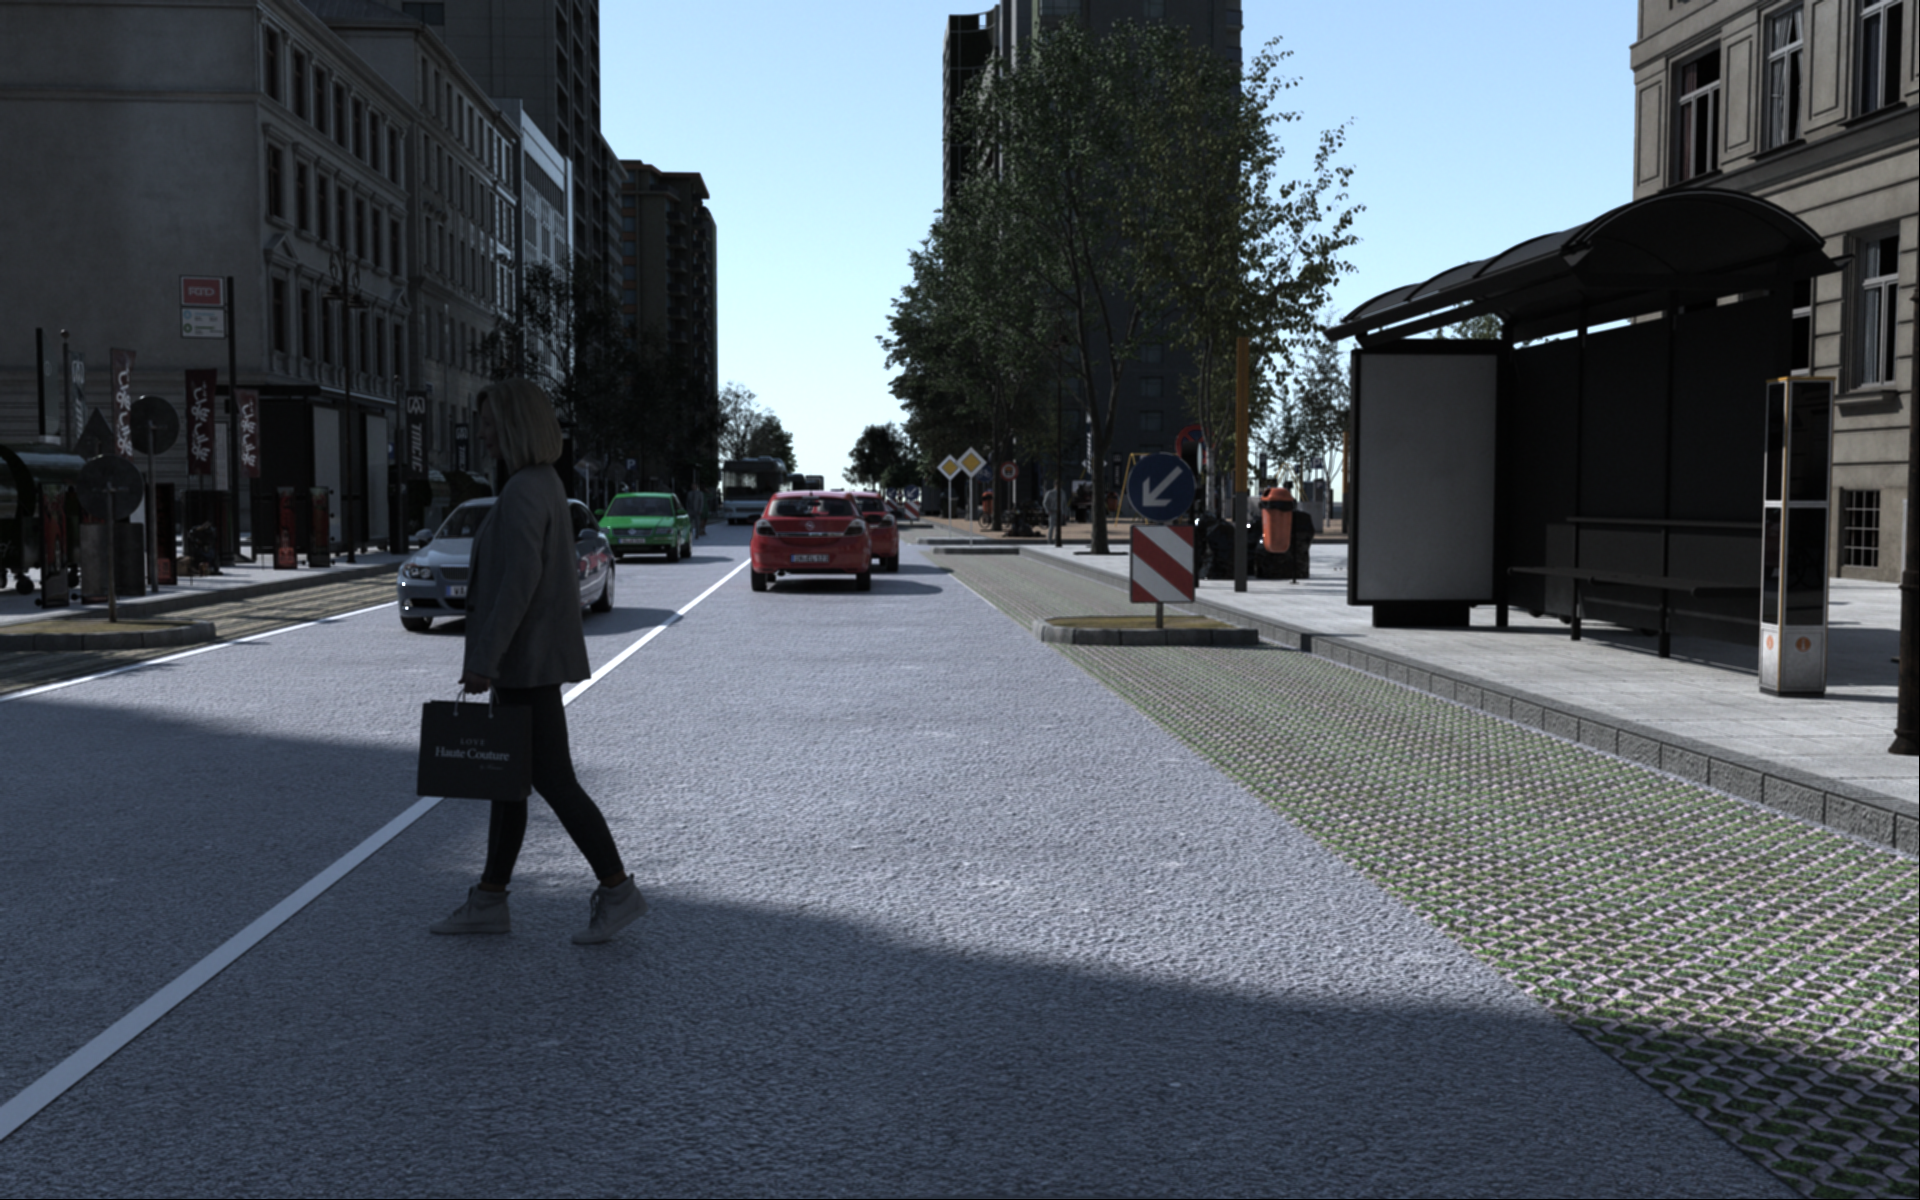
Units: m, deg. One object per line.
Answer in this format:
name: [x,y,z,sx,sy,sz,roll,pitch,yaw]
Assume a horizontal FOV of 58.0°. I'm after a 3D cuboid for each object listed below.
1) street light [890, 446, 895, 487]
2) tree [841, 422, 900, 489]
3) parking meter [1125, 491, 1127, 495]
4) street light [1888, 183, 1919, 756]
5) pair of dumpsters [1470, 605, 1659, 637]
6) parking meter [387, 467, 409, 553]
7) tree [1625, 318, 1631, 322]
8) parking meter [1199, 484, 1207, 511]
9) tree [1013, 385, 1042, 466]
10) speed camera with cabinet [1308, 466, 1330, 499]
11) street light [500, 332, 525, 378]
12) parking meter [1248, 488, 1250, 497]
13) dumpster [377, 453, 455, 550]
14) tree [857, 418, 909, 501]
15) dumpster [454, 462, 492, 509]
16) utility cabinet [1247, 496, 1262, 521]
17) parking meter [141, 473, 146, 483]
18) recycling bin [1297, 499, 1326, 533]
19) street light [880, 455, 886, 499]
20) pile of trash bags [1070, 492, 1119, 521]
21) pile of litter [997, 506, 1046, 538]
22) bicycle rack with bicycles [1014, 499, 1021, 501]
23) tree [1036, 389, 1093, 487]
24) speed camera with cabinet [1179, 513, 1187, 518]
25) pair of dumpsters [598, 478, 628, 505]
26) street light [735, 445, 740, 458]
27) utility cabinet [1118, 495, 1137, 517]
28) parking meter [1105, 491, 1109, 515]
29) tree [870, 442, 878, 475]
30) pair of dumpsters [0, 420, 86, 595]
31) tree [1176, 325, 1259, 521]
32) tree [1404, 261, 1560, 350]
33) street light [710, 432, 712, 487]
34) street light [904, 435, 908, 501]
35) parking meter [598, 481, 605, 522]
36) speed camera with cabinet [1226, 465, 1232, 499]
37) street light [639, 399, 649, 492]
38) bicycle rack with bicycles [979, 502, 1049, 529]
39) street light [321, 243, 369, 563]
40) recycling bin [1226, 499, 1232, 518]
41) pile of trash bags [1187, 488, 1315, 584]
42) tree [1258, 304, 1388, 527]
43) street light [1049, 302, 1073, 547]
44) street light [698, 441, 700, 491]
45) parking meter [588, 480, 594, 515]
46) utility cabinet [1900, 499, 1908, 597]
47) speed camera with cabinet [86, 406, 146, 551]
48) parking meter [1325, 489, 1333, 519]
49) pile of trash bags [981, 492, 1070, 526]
street light: [-6.542,-11.954,168.229,0.468,5.910,1.993,0,4,-4]
tree: [-13.739,-21.945,275.812,9.611,12.733,9.660,0,3,0]
parking meter: [11.690,-6.892,121.090,0.372,1.533,0.369,0,3,0]
street light: [4.694,-2.178,8.391,0.468,5.910,1.993,0,4,-4]
pair of dumpsters: [6.479,-0.922,17.569,1.574,2.255,4.437,0,4,-4]
parking meter: [-12.255,-1.961,37.781,0.255,1.863,0.399,2,4,25]
tree: [22.696,-6.314,53.597,4.737,8.622,4.395,0,3,0]
parking meter: [6.099,-2.112,42.942,0.372,1.533,0.369,0,3,0]
tree: [4.559,-8.856,95.157,4.737,8.622,4.395,0,3,0]
speed camera with cabinet: [26.004,-8.041,125.804,2.038,3.252,0.660,1,4,9]
street light: [-12.749,-4.690,49.466,0.468,5.910,1.993,0,4,-4]
parking meter: [12.945,-4.281,78.403,0.372,1.533,0.369,0,3,0]
dumpster: [-12.795,-2.306,40.195,1.502,2.255,1.985,0,4,-4]
tree: [-8.993,-16.983,212.092,7.601,10.594,8.767,-2,4,-30]
dumpster: [-15.077,-3.048,52.334,1.502,2.255,1.985,0,4,-4]
utility cabinet: [9.970,-2.875,58.160,0.306,1.237,1.020,-1,4,-17]
parking meter: [-22.734,-2.582,47.928,0.399,1.863,0.255,1,4,17]
recycling bin: [11.571,-2.740,57.355,0.722,1.027,0.722,-1,4,-10]
street light: [-8.831,-13.949,200.854,0.468,5.910,1.993,0,4,-4]
pile of trash bags: [6.084,-4.553,84.192,3.447,1.369,1.912,2,4,23]
pile of litter: [1.860,-2.307,51.682,1.176,0.858,1.719,-2,4,-31]
bicycle rack with bicycles: [2.968,-6.415,118.268,2.852,0.926,2.925,-2,4,-34]
tree: [6.897,-10.272,118.307,4.360,8.622,3.978,0,3,0]
speed camera with cabinet: [11.393,-6.039,93.075,2.038,3.252,0.660,-3,4,-38]
pair of dumpsters: [-17.314,-5.086,85.648,1.574,2.255,4.437,0,4,-4]
street light: [-20.416,-11.367,158.643,0.468,5.910,1.993,0,4,-4]
utility cabinet: [9.311,-5.212,96.380,1.020,1.237,0.306,1,4,10]
parking meter: [8.780,-5.856,104.159,0.372,1.533,0.369,0,3,0]
tree: [-10.022,-16.663,222.798,4.737,8.622,4.395,0,3,0]
pair of dumpsters: [-12.354,-1.160,21.462,1.574,2.255,4.437,0,4,-4]
tree: [11.328,-7.568,74.100,4.360,8.622,3.978,0,3,0]
tree: [16.428,-6.290,53.212,4.737,8.622,4.395,0,3,0]
street light: [-18.126,-9.372,126.017,0.468,5.910,1.993,0,4,-4]
street light: [-4.182,-9.941,135.320,0.468,5.910,1.993,0,4,-4]
parking meter: [-16.400,-4.507,79.406,0.399,1.863,0.255,1,4,17]
speed camera with cabinet: [16.934,-6.866,106.592,0.660,3.252,2.038,-1,4,-9]
street light: [-15.115,-6.708,82.462,0.468,5.910,1.993,0,4,-4]
bicycle rack with bicycles: [2.475,-3.131,64.581,2.852,0.926,2.925,-3,5,-40]
street light: [-11.340,-3.627,32.084,0.468,5.910,1.993,0,4,-4]
recycling bin: [14.428,-4.830,91.531,0.722,1.027,0.722,2,4,31]
pile of trash bags: [4.433,-1.004,26.172,1.912,1.369,3.447,0,4,-5]
tree: [14.315,-7.108,66.580,4.360,8.622,3.978,0,3,0]
street light: [2.393,-4.220,41.779,0.468,5.910,1.993,0,4,-4]
street light: [-17.340,-8.704,115.092,0.468,5.910,1.993,0,4,-4]
parking meter: [-15.406,-4.049,71.910,0.399,1.863,0.255,-1,4,-18]
utility cabinet: [12.305,-0.642,21.658,1.020,1.237,0.306,-1,4,-15]
speed camera with cabinet: [-18.919,-2.732,38.997,2.038,3.252,0.660,1,4,9]
parking meter: [18.711,-4.854,87.768,0.372,1.533,0.369,0,3,0]
pile of trash bags: [2.587,-3.700,70.252,3.447,1.369,1.912,0,4,1]
